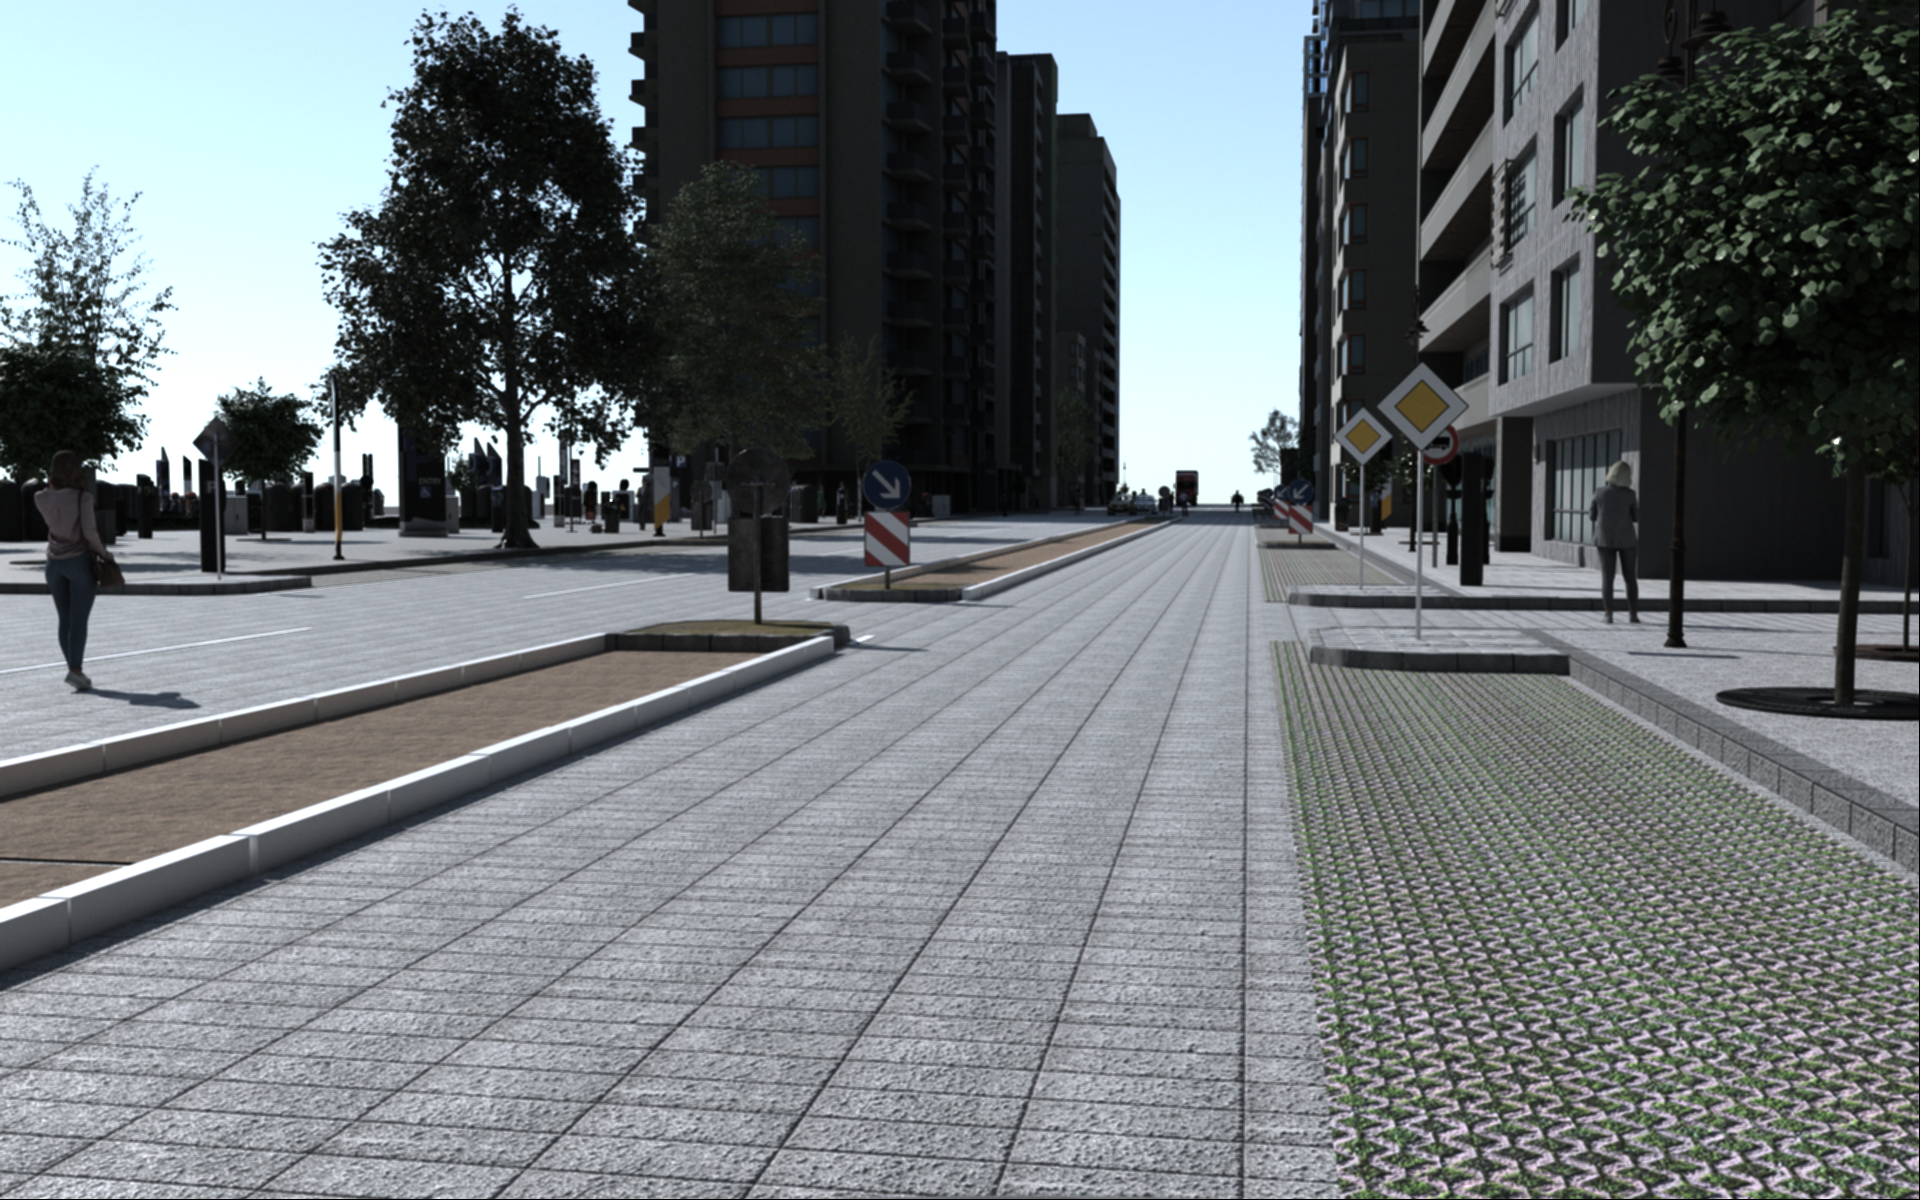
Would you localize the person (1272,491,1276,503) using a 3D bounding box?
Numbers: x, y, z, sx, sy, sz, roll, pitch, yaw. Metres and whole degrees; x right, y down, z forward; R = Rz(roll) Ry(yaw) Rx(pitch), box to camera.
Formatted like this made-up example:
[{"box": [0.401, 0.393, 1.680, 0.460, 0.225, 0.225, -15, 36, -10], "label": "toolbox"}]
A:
[{"box": [44.021, -14.391, 242.121, 0.721, 1.735, 1.217, -2, 4, -28], "label": "person"}]

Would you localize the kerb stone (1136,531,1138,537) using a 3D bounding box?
[{"box": [5.579, -2.073, 56.094, 0.120, 0.150, 1.000, 1, 4, 9], "label": "kerb stone"}]

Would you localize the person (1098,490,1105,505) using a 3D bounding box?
[{"box": [17.013, -12.323, 207.511, 0.705, 1.826, 1.348, -2, 4, -31], "label": "person"}]

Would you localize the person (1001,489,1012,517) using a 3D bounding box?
[{"box": [2.925, -6.170, 110.097, 0.721, 1.735, 1.217, 2, 4, 35], "label": "person"}]

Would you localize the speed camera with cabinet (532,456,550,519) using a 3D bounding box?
[{"box": [-21.579, -5.785, 88.918, 0.660, 3.252, 2.038, 0, 4, 1], "label": "speed camera with cabinet"}]

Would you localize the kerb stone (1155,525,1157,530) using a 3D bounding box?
[{"box": [7.444, -2.753, 67.206, 0.120, 0.150, 1.000, 1, 4, 9], "label": "kerb stone"}]

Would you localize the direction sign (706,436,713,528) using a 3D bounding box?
[{"box": [-9.510, -4.481, 65.260, 0.379, 3.537, 0.876, 0, 4, -6], "label": "direction sign"}]

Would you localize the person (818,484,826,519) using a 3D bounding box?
[{"box": [-7.231, -5.122, 90.039, 0.529, 1.795, 0.600, 1, 4, 14], "label": "person"}]

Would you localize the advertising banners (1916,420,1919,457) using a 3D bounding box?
[{"box": [7.838, -0.996, 12.473, 2.074, 3.025, 0.090, 0, 4, 6], "label": "advertising banners"}]

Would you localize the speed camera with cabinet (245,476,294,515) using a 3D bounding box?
[{"box": [-30.268, -4.983, 75.805, 2.038, 3.252, 0.660, 0, 4, 0], "label": "speed camera with cabinet"}]

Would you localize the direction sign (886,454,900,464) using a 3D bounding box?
[{"box": [-3.834, -6.548, 99.056, 0.876, 3.537, 0.379, -2, 4, -34], "label": "direction sign"}]

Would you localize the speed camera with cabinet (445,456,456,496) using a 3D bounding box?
[{"box": [-26.179, -5.920, 91.125, 2.038, 3.252, 0.660, -1, 4, -16], "label": "speed camera with cabinet"}]

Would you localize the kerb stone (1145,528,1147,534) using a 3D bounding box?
[{"box": [6.423, -2.382, 61.133, 0.120, 0.150, 1.000, 1, 4, 9], "label": "kerb stone"}]

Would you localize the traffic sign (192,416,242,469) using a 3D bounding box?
[{"box": [-11.084, -1.447, 25.847, 0.795, 2.593, 0.064, 1, 4, 9], "label": "traffic sign"}]

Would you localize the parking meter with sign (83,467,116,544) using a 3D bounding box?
[{"box": [-22.217, -2.907, 43.787, 0.543, 3.016, 1.738, 1, 4, 20], "label": "parking meter with sign"}]

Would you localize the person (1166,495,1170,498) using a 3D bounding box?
[{"box": [20.631, -9.941, 171.766, 1.217, 1.736, 0.721, 2, 4, 25], "label": "person"}]

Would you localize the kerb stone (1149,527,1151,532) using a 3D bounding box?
[{"box": [6.768, -2.506, 63.170, 0.120, 0.150, 1.000, 1, 4, 9], "label": "kerb stone"}]

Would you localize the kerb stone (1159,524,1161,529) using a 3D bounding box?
[{"box": [7.954, -2.936, 70.247, 0.120, 0.150, 1.000, 1, 4, 9], "label": "kerb stone"}]

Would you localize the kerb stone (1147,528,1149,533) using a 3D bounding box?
[{"box": [6.594, -2.444, 62.153, 0.120, 0.150, 1.000, 1, 4, 9], "label": "kerb stone"}]

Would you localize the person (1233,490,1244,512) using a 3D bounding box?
[{"box": [21.806, -7.740, 135.765, 1.217, 1.735, 0.721, -3, 5, -41], "label": "person"}]

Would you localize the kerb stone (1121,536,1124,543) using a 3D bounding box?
[{"box": [4.568, -1.702, 50.021, 0.120, 0.150, 1.000, 1, 4, 9], "label": "kerb stone"}]

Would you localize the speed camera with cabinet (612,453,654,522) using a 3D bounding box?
[{"box": [-14.903, -5.203, 79.412, 2.038, 3.252, 0.660, 0, 4, -6], "label": "speed camera with cabinet"}]

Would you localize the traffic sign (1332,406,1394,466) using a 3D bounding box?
[{"box": [5.379, -1.278, 23.082, 0.795, 2.593, 0.064, 1, 4, 9], "label": "traffic sign"}]

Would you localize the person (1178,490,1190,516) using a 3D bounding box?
[{"box": [14.323, -6.209, 110.947, 0.756, 1.711, 0.436, 0, 4, -2], "label": "person"}]

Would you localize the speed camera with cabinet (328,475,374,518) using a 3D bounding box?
[{"box": [-29.464, -5.472, 83.800, 2.038, 3.252, 0.660, -3, 5, -45], "label": "speed camera with cabinet"}]

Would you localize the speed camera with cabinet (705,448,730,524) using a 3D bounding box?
[{"box": [-10.423, -4.922, 74.806, 0.660, 3.252, 2.038, 1, 4, 12], "label": "speed camera with cabinet"}]

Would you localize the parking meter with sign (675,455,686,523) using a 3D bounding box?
[{"box": [-12.937, -4.996, 77.938, 0.543, 3.016, 1.738, -2, 4, -35], "label": "parking meter with sign"}]

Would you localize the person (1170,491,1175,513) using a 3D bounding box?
[{"box": [15.769, -7.257, 128.614, 0.415, 1.643, 0.593, 0, 4, 3], "label": "person"}]

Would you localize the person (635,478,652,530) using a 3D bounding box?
[{"box": [-11.173, -3.376, 61.206, 0.622, 1.834, 0.822, 0, 4, 1], "label": "person"}]

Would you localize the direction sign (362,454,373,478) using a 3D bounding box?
[{"box": [-33.205, -6.432, 97.167, 0.379, 3.537, 0.876, 1, 4, 18], "label": "direction sign"}]

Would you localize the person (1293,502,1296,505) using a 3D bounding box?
[{"box": [28.512, -8.606, 147.204, 0.568, 1.767, 0.683, -2, 4, -35], "label": "person"}]

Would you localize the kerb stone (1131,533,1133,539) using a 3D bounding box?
[{"box": [5.243, -1.950, 54.074, 0.120, 0.150, 1.000, 1, 4, 9], "label": "kerb stone"}]

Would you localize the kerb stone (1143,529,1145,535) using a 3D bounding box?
[{"box": [6.252, -2.317, 60.126, 0.120, 0.150, 1.000, 1, 4, 9], "label": "kerb stone"}]

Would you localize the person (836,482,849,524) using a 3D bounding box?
[{"box": [-4.953, -4.148, 73.954, 0.616, 1.811, 0.778, -2, 4, -33], "label": "person"}]

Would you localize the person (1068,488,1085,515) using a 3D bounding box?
[{"box": [8.155, -6.853, 120.552, 1.348, 1.824, 0.705, -1, 4, -22], "label": "person"}]

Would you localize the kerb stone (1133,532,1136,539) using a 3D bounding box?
[{"box": [5.412, -2.011, 55.082, 0.120, 0.150, 1.000, 1, 4, 9], "label": "kerb stone"}]

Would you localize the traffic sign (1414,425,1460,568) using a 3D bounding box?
[{"box": [8.299, -1.841, 30.204, 0.768, 2.556, 0.104, 1, 4, 14], "label": "traffic sign"}]

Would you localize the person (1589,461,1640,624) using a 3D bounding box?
[{"box": [7.294, -0.649, 19.302, 0.537, 1.800, 0.526, 2, 4, 32], "label": "person"}]

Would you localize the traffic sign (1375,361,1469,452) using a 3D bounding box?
[{"box": [4.061, -0.796, 15.206, 0.795, 2.593, 0.064, 1, 4, 9], "label": "traffic sign"}]

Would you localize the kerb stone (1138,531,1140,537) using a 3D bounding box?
[{"box": [5.757, -2.135, 57.100, 0.120, 0.150, 1.000, 1, 4, 9], "label": "kerb stone"}]

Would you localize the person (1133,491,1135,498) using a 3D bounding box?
[{"box": [21.102, -12.302, 209.581, 0.705, 1.831, 1.348, 0, 4, -1], "label": "person"}]

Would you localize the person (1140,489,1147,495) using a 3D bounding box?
[{"box": [14.451, -7.860, 136.638, 1.348, 1.869, 0.705, -1, 4, -15], "label": "person"}]

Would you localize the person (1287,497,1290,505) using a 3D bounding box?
[{"box": [35.440, -11.074, 186.978, 0.709, 1.838, 0.599, -1, 4, -15], "label": "person"}]

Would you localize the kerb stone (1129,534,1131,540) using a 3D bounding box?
[{"box": [5.077, -1.888, 53.066, 0.120, 0.150, 1.000, 1, 4, 9], "label": "kerb stone"}]

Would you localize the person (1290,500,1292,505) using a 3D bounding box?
[{"box": [31.005, -9.526, 161.799, 1.348, 1.822, 0.705, -3, 4, -38], "label": "person"}]

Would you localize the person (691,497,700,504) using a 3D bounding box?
[{"box": [-9.456, -3.398, 62.597, 0.522, 1.701, 0.512, -1, 4, -13], "label": "person"}]

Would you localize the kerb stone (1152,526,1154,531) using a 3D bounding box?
[{"box": [7.102, -2.626, 65.191, 0.120, 0.150, 1.000, 1, 4, 9], "label": "kerb stone"}]

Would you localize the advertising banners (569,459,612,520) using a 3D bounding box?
[{"box": [-18.378, -5.506, 86.218, 2.074, 3.025, 0.090, 0, 4, -4], "label": "advertising banners"}]

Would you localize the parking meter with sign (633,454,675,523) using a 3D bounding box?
[{"box": [-13.507, -4.867, 75.836, 1.738, 3.016, 0.543, 1, 4, 20], "label": "parking meter with sign"}]

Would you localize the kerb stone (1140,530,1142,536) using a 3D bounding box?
[{"box": [5.914, -2.196, 58.110, 0.120, 0.150, 1.000, 1, 4, 9], "label": "kerb stone"}]

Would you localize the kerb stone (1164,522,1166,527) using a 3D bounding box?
[{"box": [8.629, -3.186, 74.291, 0.120, 0.150, 1.000, 1, 4, 9], "label": "kerb stone"}]

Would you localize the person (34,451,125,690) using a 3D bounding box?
[{"box": [-6.547, -0.225, 12.777, 0.593, 1.750, 0.643, 0, 4, 5], "label": "person"}]

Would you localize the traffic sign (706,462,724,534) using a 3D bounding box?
[{"box": [-7.814, -3.246, 55.194, 0.606, 2.300, 0.079, 1, 4, 13], "label": "traffic sign"}]

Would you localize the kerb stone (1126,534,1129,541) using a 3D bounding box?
[{"box": [4.906, -1.825, 52.058, 0.120, 0.150, 1.000, 1, 4, 9], "label": "kerb stone"}]

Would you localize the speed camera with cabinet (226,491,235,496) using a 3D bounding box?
[{"box": [-34.261, -5.233, 79.891, 0.660, 3.252, 2.038, 0, 4, 7], "label": "speed camera with cabinet"}]

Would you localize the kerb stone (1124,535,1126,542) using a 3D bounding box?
[{"box": [4.736, -1.761, 51.041, 0.120, 0.150, 1.000, 1, 4, 9], "label": "kerb stone"}]
